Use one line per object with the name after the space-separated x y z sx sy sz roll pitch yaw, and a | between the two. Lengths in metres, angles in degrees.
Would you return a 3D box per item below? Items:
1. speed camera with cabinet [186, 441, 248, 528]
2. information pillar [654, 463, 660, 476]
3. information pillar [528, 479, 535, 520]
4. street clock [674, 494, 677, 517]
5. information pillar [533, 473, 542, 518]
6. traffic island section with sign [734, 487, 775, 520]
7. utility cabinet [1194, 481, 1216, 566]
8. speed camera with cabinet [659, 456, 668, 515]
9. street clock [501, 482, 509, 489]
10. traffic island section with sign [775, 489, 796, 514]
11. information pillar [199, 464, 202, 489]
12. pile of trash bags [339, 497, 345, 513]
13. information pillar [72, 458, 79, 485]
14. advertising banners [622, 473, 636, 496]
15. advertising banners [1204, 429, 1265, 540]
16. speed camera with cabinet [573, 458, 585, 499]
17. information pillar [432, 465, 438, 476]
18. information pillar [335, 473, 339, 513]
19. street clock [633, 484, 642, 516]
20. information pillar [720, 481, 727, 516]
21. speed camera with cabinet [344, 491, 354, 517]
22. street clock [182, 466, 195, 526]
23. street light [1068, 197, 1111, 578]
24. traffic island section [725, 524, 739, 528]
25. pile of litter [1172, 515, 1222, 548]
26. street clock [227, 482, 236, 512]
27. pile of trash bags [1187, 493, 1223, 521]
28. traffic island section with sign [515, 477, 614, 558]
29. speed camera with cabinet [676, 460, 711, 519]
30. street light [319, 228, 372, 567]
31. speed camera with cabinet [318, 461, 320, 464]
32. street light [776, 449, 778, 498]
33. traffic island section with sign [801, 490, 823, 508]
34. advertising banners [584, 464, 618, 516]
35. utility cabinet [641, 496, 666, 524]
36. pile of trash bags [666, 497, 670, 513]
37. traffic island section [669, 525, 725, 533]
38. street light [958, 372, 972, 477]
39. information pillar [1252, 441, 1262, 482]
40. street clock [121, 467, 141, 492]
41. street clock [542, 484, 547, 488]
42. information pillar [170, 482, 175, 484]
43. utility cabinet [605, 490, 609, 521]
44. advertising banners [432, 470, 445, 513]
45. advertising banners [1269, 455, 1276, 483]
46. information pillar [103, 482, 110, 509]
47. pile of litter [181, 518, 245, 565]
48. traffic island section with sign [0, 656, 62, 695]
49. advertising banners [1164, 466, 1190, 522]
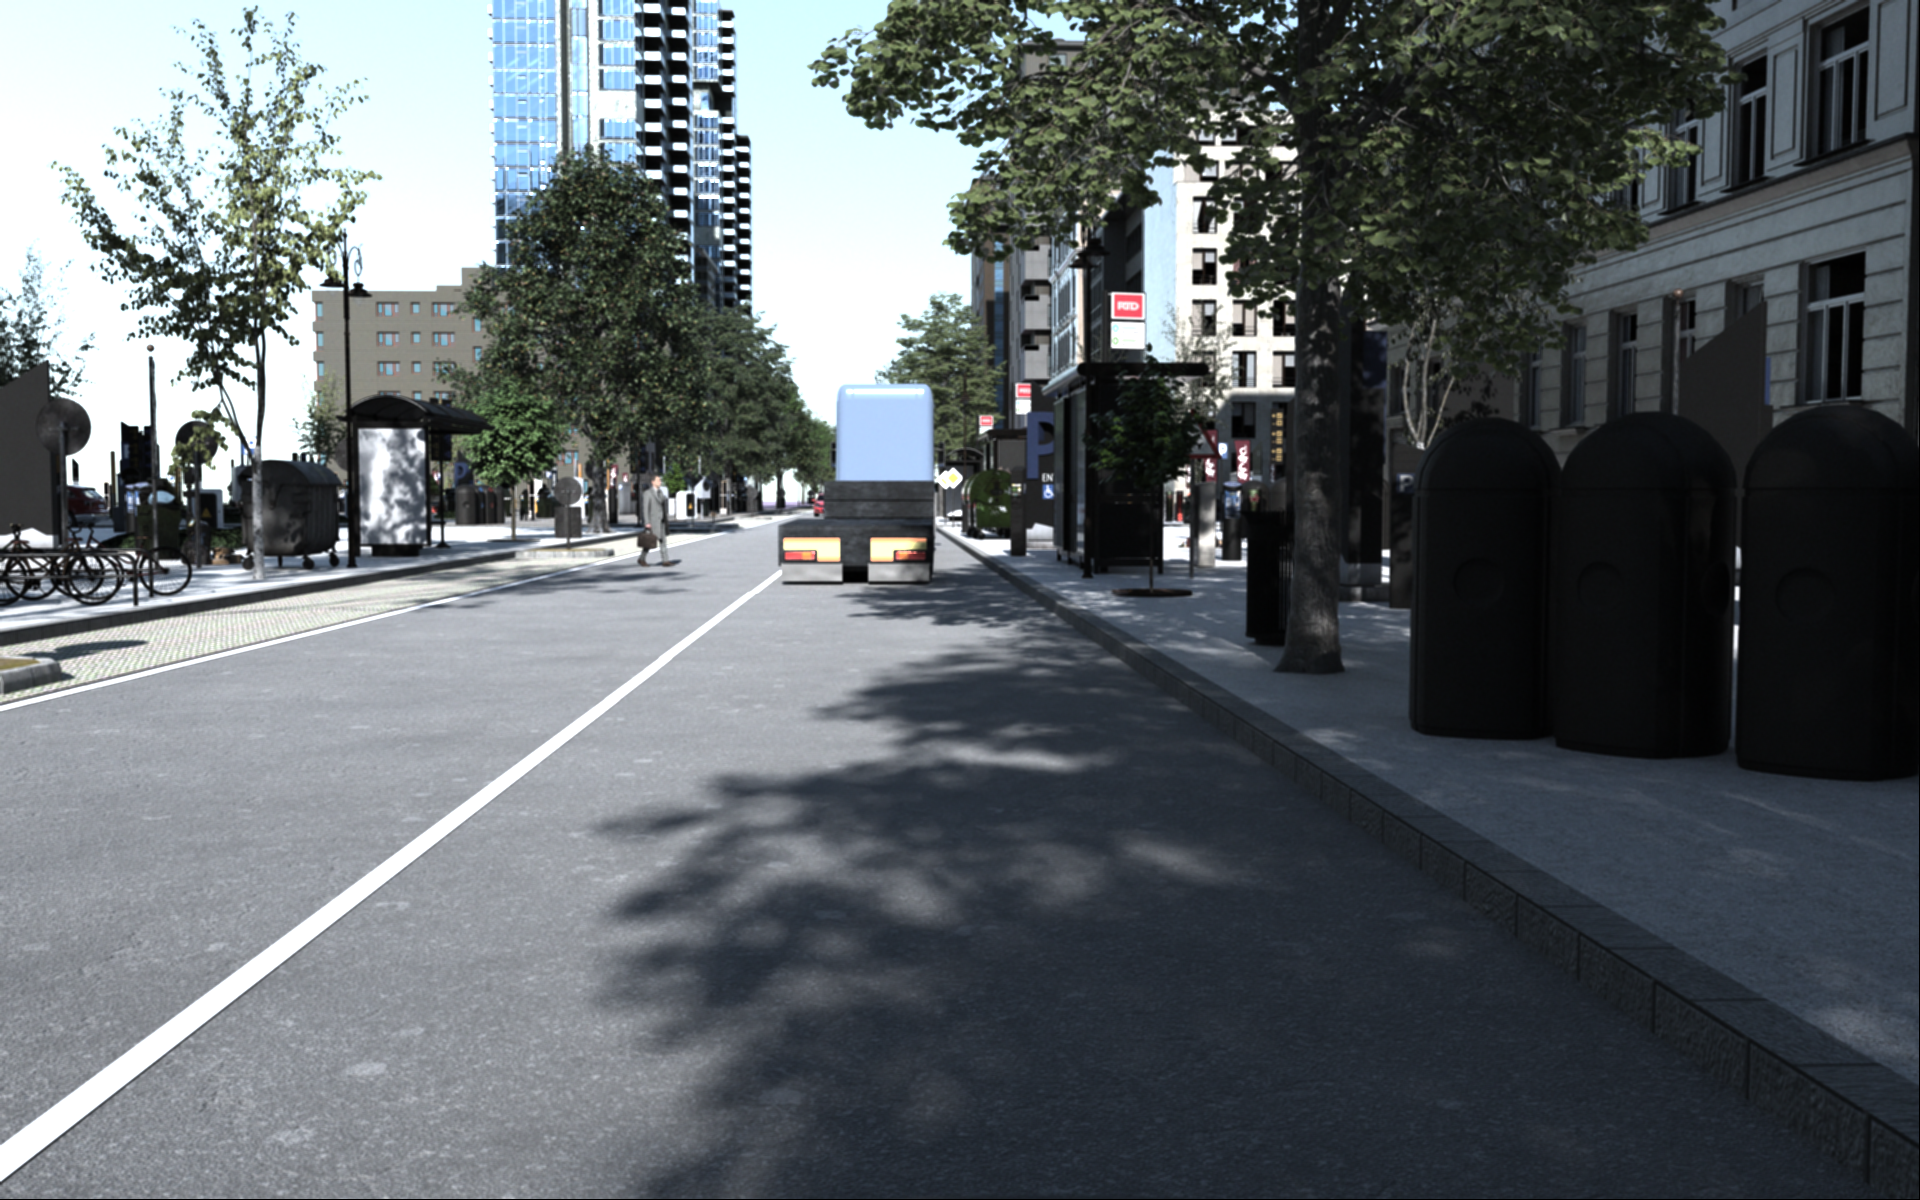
-23.684 -3.746 55.576 2.038 3.252 0.660 -3 4 -36 | speed camera with cabinet
-22.871 -8.524 130.726 0.504 3.616 0.183 2 4 32 | information pillar
-21.148 -4.958 85.549 0.304 2.012 0.304 -1 4 -16 | information pillar
-16.185 -5.768 98.877 0.471 2.002 0.358 0 4 1 | street clock
-23.053 -6.306 94.452 0.504 3.616 0.183 -2 4 -31 | information pillar
-11.481 -5.353 96.150 1.989 1.847 2.006 0 4 -3 | traffic island section with sign
4.307 -1.350 30.757 0.318 1.500 1.173 0 4 1 | utility cabinet
-15.910 -5.905 90.886 0.660 3.252 2.038 -2 4 -28 | speed camera with cabinet
-27.474 -6.121 104.641 0.471 2.002 0.358 0 4 1 | street clock
-12.667 -7.000 123.079 1.989 1.847 2.006 0 4 -3 | traffic island section with sign
-48.374 -7.270 110.221 0.183 3.616 0.504 0 4 7 | information pillar
-44.493 -6.784 120.670 3.447 1.369 1.912 -1 4 -8 | pile of trash bags
-56.923 -7.348 111.493 0.183 3.616 0.504 1 4 19 | information pillar
-26.518 -8.845 140.809 2.074 3.025 0.090 1 4 17 | advertising banners
7.293 -3.066 46.318 0.090 3.025 2.074 -3 5 -44 | advertising banners
-20.947 -6.161 95.068 0.660 3.252 2.038 -1 4 -10 | speed camera with cabinet
-42.578 -9.122 140.500 0.504 3.616 0.183 -2 4 -33 | information pillar
-21.562 -3.363 59.482 0.304 2.012 0.304 1 4 18 | information pillar
-18.687 -5.868 100.506 0.358 2.002 0.471 3 4 36 | street clock
-13.621 -5.820 99.645 0.304 2.012 0.304 -3 5 -45 | information pillar
-29.964 -5.689 87.350 2.038 3.252 0.660 0 4 4 | speed camera with cabinet
-20.133 -2.489 45.260 0.358 2.002 0.471 -1 4 -19 | street clock
1.948 -3.273 26.294 0.468 5.910 1.993 0 4 -3 | street light
-10.471 -3.132 73.482 2.009 0.180 2.903 0 4 -3 | traffic island section
5.872 -1.693 41.650 1.176 0.858 1.719 -2 4 -27 | pile of litter
-41.449 -5.763 98.792 0.358 2.002 0.471 0 4 -7 | street clock
12.458 -4.517 83.609 3.447 1.369 1.912 3 4 38 | pile of trash bags
-8.978 -1.891 39.553 1.989 1.847 2.006 0 4 -3 | traffic island section with sign
-13.619 -5.763 88.563 0.660 3.252 2.038 2 4 33 | speed camera with cabinet
-10.671 -3.513 30.222 0.468 5.910 1.993 0 4 -3 | street light
-38.457 -6.669 103.377 0.660 3.252 2.038 -1 4 -22 | speed camera with cabinet
-15.827 -10.848 150.154 0.468 5.910 1.993 0 4 -3 | street light
-14.877 -10.081 173.446 1.989 1.847 2.006 0 4 -3 | traffic island section with sign
-21.224 -6.496 102.392 2.074 3.025 0.090 0 4 2 | advertising banners
-12.940 -3.793 73.185 1.020 1.237 0.306 0 4 -4 | utility cabinet
-20.341 -6.520 116.350 1.912 1.369 3.447 -2 4 -26 | pile of trash bags
-10.120 -2.644 65.505 2.009 0.180 2.903 0 4 -3 | traffic island section
0.189 -5.669 65.474 0.468 5.910 1.993 0 4 -3 | street light
13.105 -5.198 76.343 0.504 3.616 0.183 3 5 44 | information pillar
-22.538 -2.604 47.139 0.471 2.002 0.358 -1 4 -19 | street clock
-29.260 -7.162 121.663 0.358 2.002 0.471 2 4 25 | street clock
-49.794 -6.428 109.593 0.304 2.012 0.304 -1 4 -16 | information pillar
-16.672 -4.462 81.633 0.318 1.500 1.173 0 4 -8 | utility cabinet
-37.924 -8.029 127.462 2.074 3.025 0.090 1 4 17 | advertising banners
9.830 -3.635 55.622 2.074 3.025 0.090 1 4 17 | advertising banners
-51.377 -6.104 104.294 0.304 2.012 0.304 -1 4 -20 | information pillar
-13.800 -1.106 32.044 1.176 0.858 1.719 0 4 2 | pile of litter
-7.803 -0.244 12.623 1.989 1.847 2.006 0 4 -3 | traffic island section with sign
10.186 -5.151 80.404 2.074 3.025 0.090 -3 5 -44 | advertising banners
